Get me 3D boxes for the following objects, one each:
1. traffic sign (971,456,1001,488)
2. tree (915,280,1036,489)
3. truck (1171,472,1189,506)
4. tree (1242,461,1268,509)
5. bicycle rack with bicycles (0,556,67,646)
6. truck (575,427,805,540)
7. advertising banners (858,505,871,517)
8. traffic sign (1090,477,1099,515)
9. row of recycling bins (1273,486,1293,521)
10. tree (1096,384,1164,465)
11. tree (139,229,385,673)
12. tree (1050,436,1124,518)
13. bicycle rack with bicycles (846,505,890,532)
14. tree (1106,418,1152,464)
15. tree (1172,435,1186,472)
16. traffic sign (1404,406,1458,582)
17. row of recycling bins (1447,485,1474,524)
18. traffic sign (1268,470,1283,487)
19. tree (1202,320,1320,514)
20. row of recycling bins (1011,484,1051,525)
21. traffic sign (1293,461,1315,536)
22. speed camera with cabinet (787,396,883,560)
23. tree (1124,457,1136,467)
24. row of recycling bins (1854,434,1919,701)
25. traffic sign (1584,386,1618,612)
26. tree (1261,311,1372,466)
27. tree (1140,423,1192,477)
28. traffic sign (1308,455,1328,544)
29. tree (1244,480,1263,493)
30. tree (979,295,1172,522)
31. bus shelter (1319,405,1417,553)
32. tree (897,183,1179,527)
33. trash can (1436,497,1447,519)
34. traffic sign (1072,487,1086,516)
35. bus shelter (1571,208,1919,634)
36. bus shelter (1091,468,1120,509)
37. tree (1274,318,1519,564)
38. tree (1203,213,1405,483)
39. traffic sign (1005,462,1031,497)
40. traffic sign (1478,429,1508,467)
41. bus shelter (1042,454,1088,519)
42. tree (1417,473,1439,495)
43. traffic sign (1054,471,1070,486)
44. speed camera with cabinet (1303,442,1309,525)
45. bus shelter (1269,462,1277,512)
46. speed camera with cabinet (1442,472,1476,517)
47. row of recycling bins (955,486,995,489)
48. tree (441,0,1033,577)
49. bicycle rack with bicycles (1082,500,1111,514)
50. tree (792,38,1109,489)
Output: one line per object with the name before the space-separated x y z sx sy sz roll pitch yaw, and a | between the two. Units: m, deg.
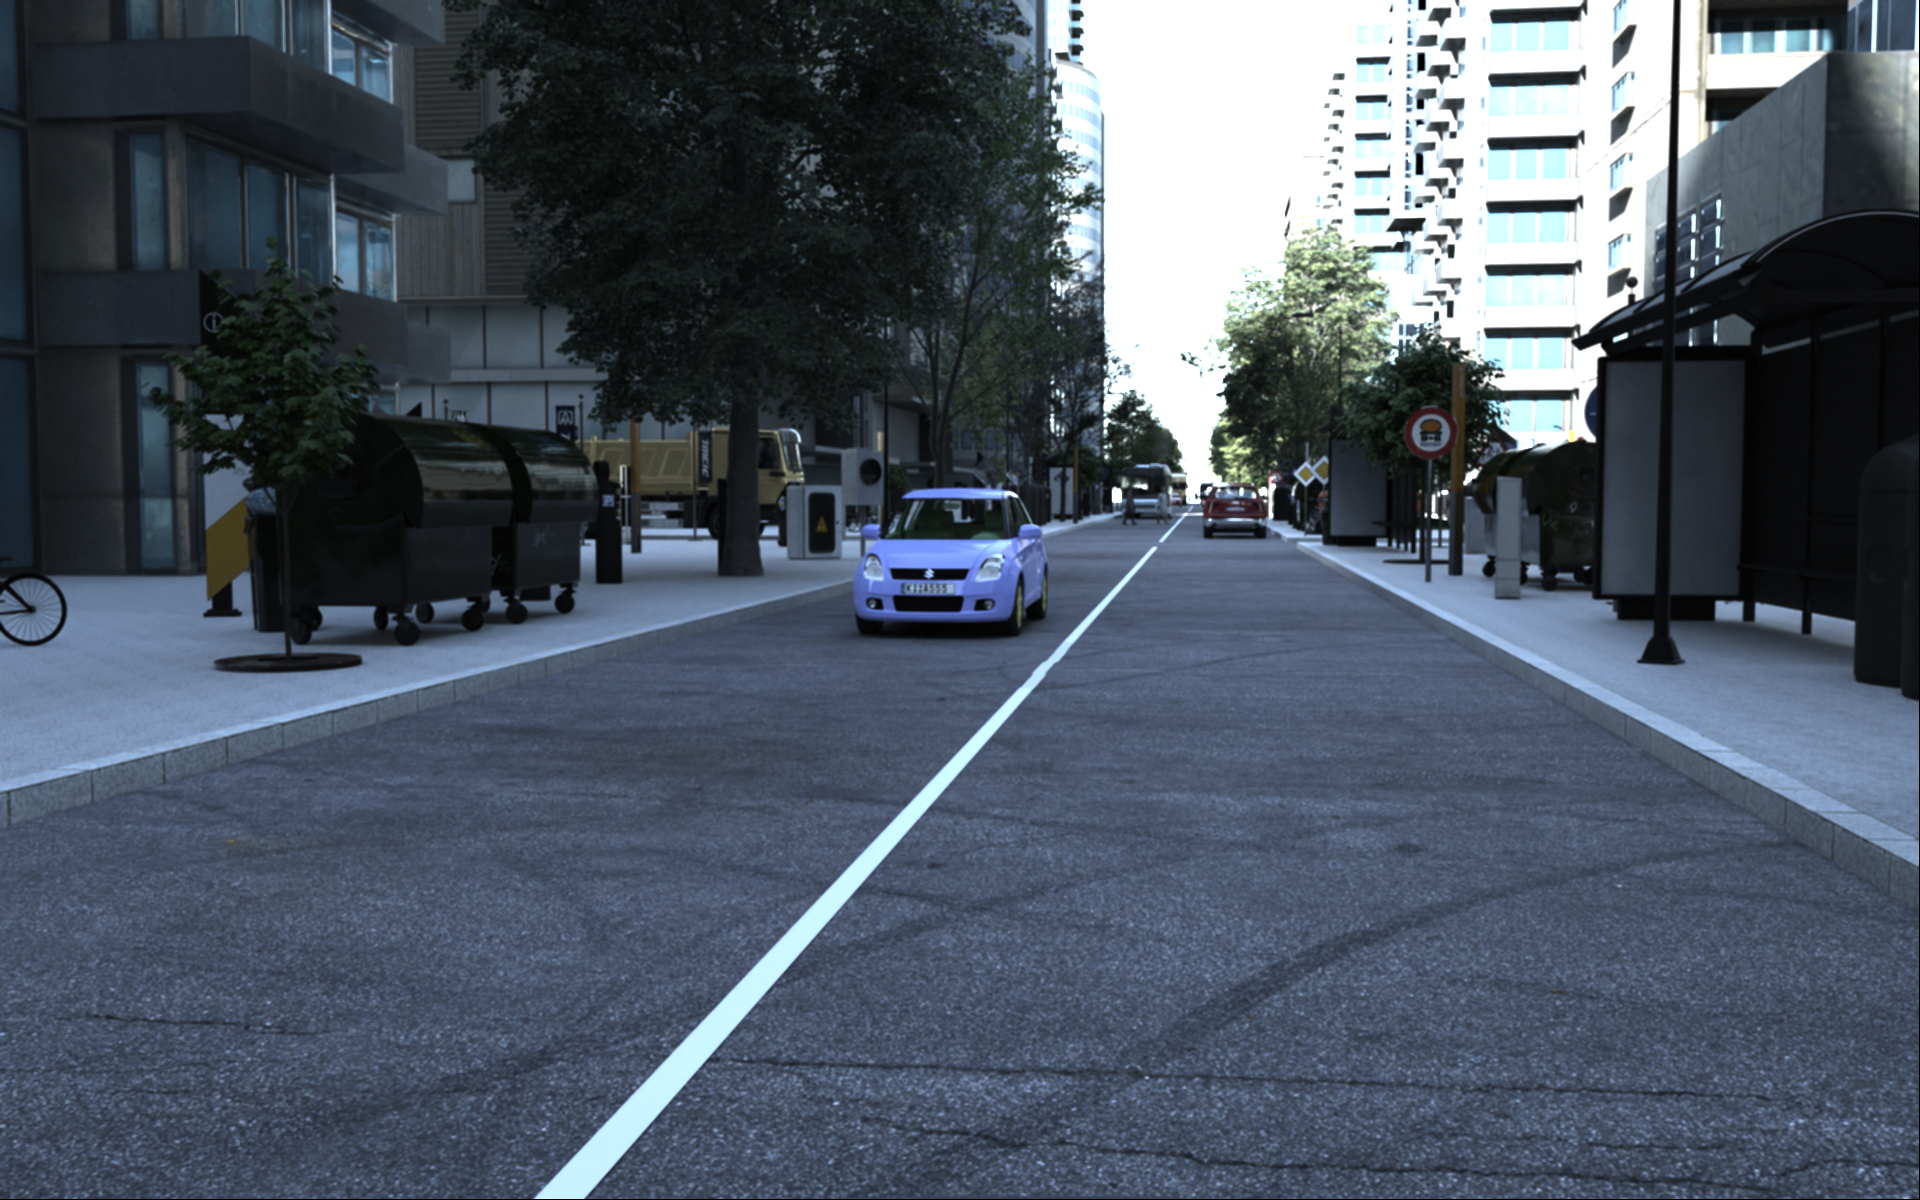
traffic sign | 0.682 -2.572 45.702 0.795 2.450 0.064 0 4 8
tree | 0.834 -6.623 58.652 4.737 8.622 4.395 0 3 0
truck | 27.566 -14.082 219.151 2.839 4.237 11.283 0 4 8
tree | 21.422 -8.374 120.622 4.285 4.588 4.351 0 3 0
bicycle rack with bicycles | -9.080 -0.016 13.638 2.925 0.926 2.852 0 4 4
truck | -8.652 -3.372 51.056 9.791 3.379 3.469 0 4 7
advertising banners | -5.819 -6.201 97.566 2.074 3.025 0.090 3 5 40
traffic sign | 8.047 -6.445 105.481 0.768 2.556 0.104 1 4 17
row of recycling bins | 16.427 -4.774 85.174 1.069 1.692 3.534 3 5 39
tree | 17.615 -15.916 178.358 7.486 12.596 7.792 0 3 0
tree | -5.141 -1.113 12.795 1.663 3.219 1.824 0 3 0
tree | 6.347 -6.807 95.003 4.285 4.588 4.351 0 3 0
bicycle rack with bicycles | -3.539 -2.771 58.685 2.925 0.926 2.852 1 4 22
tree | 16.431 -13.290 167.649 4.737 8.622 4.395 0 3 0
tree | 29.075 -19.393 251.490 8.767 10.594 7.601 2 4 33
traffic sign | 6.843 -1.537 25.238 0.768 2.556 0.104 1 4 11
row of recycling bins | 22.087 -4.159 75.107 1.069 1.692 3.534 0 4 -7
traffic sign | 16.873 -5.656 92.581 0.768 2.556 0.104 1 4 15
tree | 20.311 -11.810 111.221 7.486 12.596 7.792 0 3 0
row of recycling bins | 2.878 -3.911 71.057 1.069 1.692 3.534 1 4 15
traffic sign | 10.453 -2.980 52.373 0.795 2.450 0.064 0 4 8
speed camera with cabinet | -2.476 -2.456 34.493 2.038 3.252 0.660 -3 5 -42
tree | 12.467 -9.328 136.223 4.285 4.588 4.351 0 3 0
row of recycling bins | 6.319 -0.195 10.305 1.069 1.692 3.534 0 4 8
traffic sign | 7.151 -1.142 18.776 0.768 2.556 0.104 1 4 16
tree | 14.188 -7.259 69.054 4.737 8.622 4.395 0 3 0
tree | 33.349 -22.456 284.170 9.611 12.733 9.660 0 3 0
traffic sign | 9.338 -2.497 44.465 0.795 2.450 0.064 0 4 8
tree | 23.143 -8.635 135.782 1.663 3.219 1.824 0 3 0
tree | 4.671 -8.930 80.417 8.767 10.594 7.601 1 4 17
bus shelter | 9.463 -2.814 39.939 2.014 3.302 5.546 1 4 8
tree | 2.607 -9.646 68.079 12.009 13.543 11.850 0 3 0
trash can | 25.292 -4.834 90.693 0.748 1.137 0.748 0 3 0
traffic sign | 6.141 -6.453 99.379 2.265 3.308 0.079 1 4 15
bus shelter | 6.898 -1.292 15.042 2.014 3.302 5.546 1 4 8
bus shelter | 10.256 -7.933 123.626 2.014 3.302 5.546 0 4 8
tree | 8.723 -2.967 32.221 4.285 4.588 4.351 0 3 0
tree | 16.031 -10.637 80.563 9.857 13.997 8.962 0 3 0
traffic sign | 1.797 -3.056 53.609 0.795 2.450 0.064 0 4 8
traffic sign | 10.642 -2.114 34.573 0.884 2.594 0.081 1 4 13
bus shelter | 5.478 -5.869 89.883 2.014 3.302 5.546 0 4 8
tree | 18.858 -4.641 70.483 1.663 3.219 1.824 0 3 0
traffic sign | 5.033 -5.179 85.860 0.795 2.450 0.064 1 4 10
speed camera with cabinet | 13.732 -4.365 65.697 0.660 3.252 2.038 -2 4 -27
bus shelter | 19.029 -6.531 100.707 2.014 3.302 5.546 0 4 8
speed camera with cabinet | 27.397 -6.168 95.185 2.038 3.252 0.660 2 4 25
row of recycling bins | 1.309 -4.957 88.163 3.534 1.692 1.069 0 4 4
tree | -3.476 -7.357 26.942 9.857 13.997 8.962 0 3 0
bicycle rack with bicycles | 8.603 -6.188 114.549 2.925 0.926 2.852 -1 4 -19
tree | -0.460 -6.999 40.185 9.928 11.665 9.643 0 3 0
